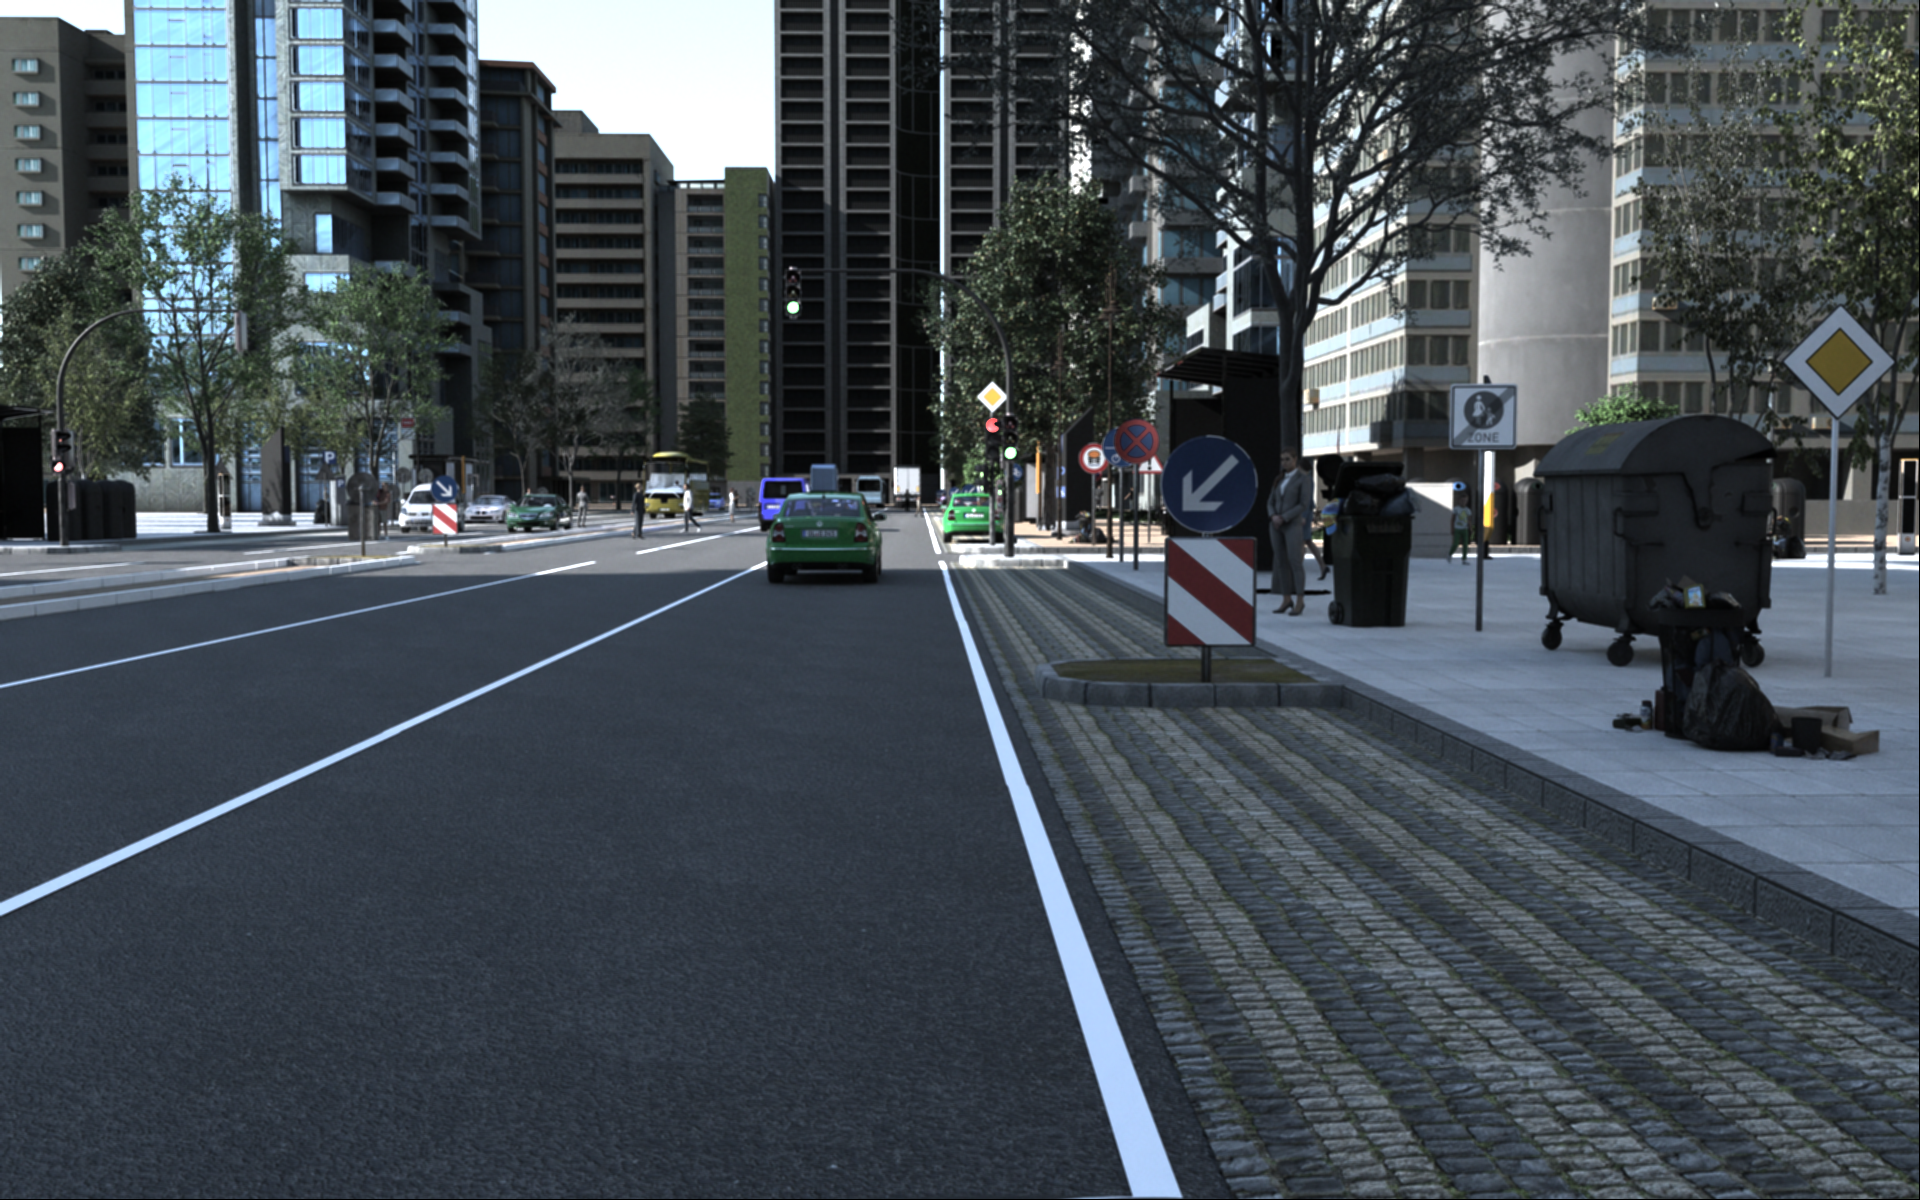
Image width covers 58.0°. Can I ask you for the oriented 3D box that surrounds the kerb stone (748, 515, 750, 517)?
[{"bbox_3d":[-12.929,-5.034,104.498,0.120,0.150,1.000,0,4,-1],"label":"kerb stone"}]

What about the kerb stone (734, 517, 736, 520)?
[{"bbox_3d":[-12.730,-4.531,96.296,0.120,0.150,1.000,0,4,-1],"label":"kerb stone"}]

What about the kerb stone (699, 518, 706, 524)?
[{"bbox_3d":[-12.403,-3.717,82.971,0.120,0.150,1.000,0,4,-1],"label":"kerb stone"}]

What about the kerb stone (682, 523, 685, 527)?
[{"bbox_3d":[-12.243,-3.278,75.785,0.120,0.150,1.000,0,4,-1],"label":"kerb stone"}]

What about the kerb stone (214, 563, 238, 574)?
[{"bbox_3d":[-13.286,-0.546,31.124,0.120,0.150,1.000,0,4,-1],"label":"kerb stone"}]

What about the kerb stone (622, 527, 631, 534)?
[{"bbox_3d":[-11.904,-2.401,61.445,0.120,0.150,1.000,0,4,-1],"label":"kerb stone"}]

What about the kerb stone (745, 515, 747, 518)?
[{"bbox_3d":[-12.870,-4.908,102.439,0.120,0.150,1.000,0,4,-1],"label":"kerb stone"}]

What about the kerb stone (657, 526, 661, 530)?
[{"bbox_3d":[-12.080,-2.840,68.622,0.120,0.150,1.000,0,4,-1],"label":"kerb stone"}]

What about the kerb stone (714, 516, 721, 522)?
[{"bbox_3d":[-12.555,-4.091,89.110,0.120,0.150,1.000,0,4,-1],"label":"kerb stone"}]

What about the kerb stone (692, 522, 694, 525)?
[{"bbox_3d":[-12.321,-3.461,78.863,0.120,0.150,1.000,0,4,-1],"label":"kerb stone"}]

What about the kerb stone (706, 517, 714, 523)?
[{"bbox_3d":[-12.487,-3.905,86.044,0.120,0.150,1.000,0,4,-1],"label":"kerb stone"}]

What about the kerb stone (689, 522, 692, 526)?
[{"bbox_3d":[-12.291,-3.396,77.841,0.120,0.150,1.000,0,4,-1],"label":"kerb stone"}]

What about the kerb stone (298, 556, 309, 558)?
[{"bbox_3d":[-13.383,-0.795,35.228,0.120,0.150,1.000,0,4,-1],"label":"kerb stone"}]

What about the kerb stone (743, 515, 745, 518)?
[{"bbox_3d":[-12.849,-4.845,101.417,0.120,0.150,1.000,0,4,-1],"label":"kerb stone"}]

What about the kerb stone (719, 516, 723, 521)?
[{"bbox_3d":[-12.586,-4.155,90.136,0.120,0.150,1.000,0,4,-1],"label":"kerb stone"}]

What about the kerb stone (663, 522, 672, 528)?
[{"bbox_3d":[-12.149,-3.022,71.689,0.120,0.150,1.000,0,4,-1],"label":"kerb stone"}]

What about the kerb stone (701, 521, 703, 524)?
[{"bbox_3d":[-12.397,-3.652,81.949,0.120,0.150,1.000,0,4,-1],"label":"kerb stone"}]

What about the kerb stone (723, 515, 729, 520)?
[{"bbox_3d":[-12.658,-4.344,93.217,0.120,0.150,1.000,0,4,-1],"label":"kerb stone"}]

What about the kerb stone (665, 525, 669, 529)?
[{"bbox_3d":[-12.119,-2.965,70.666,0.120,0.150,1.000,0,4,-1],"label":"kerb stone"}]

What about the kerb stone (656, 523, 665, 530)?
[{"bbox_3d":[-12.101,-2.902,69.644,0.120,0.150,1.000,0,4,-1],"label":"kerb stone"}]

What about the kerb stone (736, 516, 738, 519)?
[{"bbox_3d":[-12.754,-4.595,97.318,0.120,0.150,1.000,0,4,-1],"label":"kerb stone"}]

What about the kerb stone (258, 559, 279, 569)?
[{"bbox_3d":[-13.341,-0.671,33.174,0.120,0.150,1.000,0,4,-1],"label":"kerb stone"}]

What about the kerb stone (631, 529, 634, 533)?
[{"bbox_3d":[-11.928,-2.463,62.472,0.120,0.150,1.000,0,4,-1],"label":"kerb stone"}]

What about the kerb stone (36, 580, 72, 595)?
[{"bbox_3d":[-13.142,-0.166,24.968,0.120,0.150,1.000,0,4,-1],"label":"kerb stone"}]

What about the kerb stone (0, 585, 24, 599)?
[{"bbox_3d":[-13.131,-0.107,23.946,0.120,0.150,1.000,0,4,-1],"label":"kerb stone"}]

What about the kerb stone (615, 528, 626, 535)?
[{"bbox_3d":[-11.880,-2.335,60.415,0.120,0.150,1.000,0,4,-1],"label":"kerb stone"}]

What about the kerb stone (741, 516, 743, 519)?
[{"bbox_3d":[-12.830,-4.783,100.392,0.120,0.150,1.000,0,4,-1],"label":"kerb stone"}]

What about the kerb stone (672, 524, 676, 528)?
[{"bbox_3d":[-12.177,-3.090,72.713,0.120,0.150,1.000,0,4,-1],"label":"kerb stone"}]

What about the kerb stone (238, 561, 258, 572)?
[{"bbox_3d":[-13.321,-0.609,32.145,0.120,0.150,1.000,0,4,-1],"label":"kerb stone"}]

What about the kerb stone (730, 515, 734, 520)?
[{"bbox_3d":[-12.706,-4.470,95.274,0.120,0.150,1.000,0,4,-1],"label":"kerb stone"}]

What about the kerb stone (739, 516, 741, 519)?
[{"bbox_3d":[-12.797,-4.717,99.365,0.120,0.150,1.000,0,4,-1],"label":"kerb stone"}]

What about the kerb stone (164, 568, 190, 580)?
[{"bbox_3d":[-13.242,-0.419,29.080,0.120,0.150,1.000,0,4,-1],"label":"kerb stone"}]

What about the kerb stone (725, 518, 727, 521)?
[{"bbox_3d":[-12.628,-4.277,92.191,0.120,0.150,1.000,0,4,-1],"label":"kerb stone"}]

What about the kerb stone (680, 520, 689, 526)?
[{"bbox_3d":[-12.270,-3.339,76.819,0.120,0.150,1.000,0,4,-1],"label":"kerb stone"}]

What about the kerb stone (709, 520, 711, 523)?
[{"bbox_3d":[-12.456,-3.843,85.022,0.120,0.150,1.000,0,4,-1],"label":"kerb stone"}]

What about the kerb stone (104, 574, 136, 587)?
[{"bbox_3d":[-13.188,-0.295,27.019,0.120,0.150,1.000,0,4,-1],"label":"kerb stone"}]

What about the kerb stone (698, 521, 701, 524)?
[{"bbox_3d":[-12.358,-3.592,80.923,0.120,0.150,1.000,0,4,-1],"label":"kerb stone"}]

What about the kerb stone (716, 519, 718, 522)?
[{"bbox_3d":[-12.537,-4.030,88.088,0.120,0.150,1.000,0,4,-1],"label":"kerb stone"}]

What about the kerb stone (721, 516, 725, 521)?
[{"bbox_3d":[-12.602,-4.218,91.167,0.120,0.150,1.000,0,4,-1],"label":"kerb stone"}]

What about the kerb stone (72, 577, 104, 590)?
[{"bbox_3d":[-13.174,-0.232,25.989,0.120,0.150,1.000,0,4,-1],"label":"kerb stone"}]

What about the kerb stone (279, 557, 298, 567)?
[{"bbox_3d":[-13.362,-0.734,34.202,0.120,0.150,1.000,0,4,-1],"label":"kerb stone"}]

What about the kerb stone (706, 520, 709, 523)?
[{"bbox_3d":[-12.435,-3.770,83.993,0.120,0.150,1.000,0,4,-1],"label":"kerb stone"}]

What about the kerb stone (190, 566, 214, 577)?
[{"bbox_3d":[-13.269,-0.484,30.102,0.120,0.150,1.000,0,4,-1],"label":"kerb stone"}]

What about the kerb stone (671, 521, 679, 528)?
[{"bbox_3d":[-12.191,-3.152,73.737,0.120,0.150,1.000,0,4,-1],"label":"kerb stone"}]

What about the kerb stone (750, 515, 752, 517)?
[{"bbox_3d":[-12.950,-5.096,105.521,0.120,0.150,1.000,0,4,-1],"label":"kerb stone"}]

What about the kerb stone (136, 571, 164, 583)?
[{"bbox_3d":[-13.218,-0.358,28.053,0.120,0.150,1.000,0,4,-1],"label":"kerb stone"}]

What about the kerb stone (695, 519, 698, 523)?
[{"bbox_3d":[-12.345,-3.524,79.895,0.120,0.150,1.000,0,4,-1],"label":"kerb stone"}]

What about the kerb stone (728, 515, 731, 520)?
[{"bbox_3d":[-12.680,-4.404,94.252,0.120,0.150,1.000,0,4,-1],"label":"kerb stone"}]

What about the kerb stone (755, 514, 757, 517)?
[{"bbox_3d":[-13.013,-5.284,108.592,0.120,0.150,1.000,0,4,-1],"label":"kerb stone"}]

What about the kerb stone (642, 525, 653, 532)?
[{"bbox_3d":[-12.032,-2.714,66.565,0.120,0.150,1.000,0,4,-1],"label":"kerb stone"}]

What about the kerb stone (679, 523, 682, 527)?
[{"bbox_3d":[-12.225,-3.215,74.763,0.120,0.150,1.000,0,4,-1],"label":"kerb stone"}]

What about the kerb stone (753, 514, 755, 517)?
[{"bbox_3d":[-12.998,-5.218,107.570,0.120,0.150,1.000,0,4,-1],"label":"kerb stone"}]

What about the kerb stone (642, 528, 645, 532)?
[{"bbox_3d":[-11.979,-2.588,64.516,0.120,0.150,1.000,0,4,-1],"label":"kerb stone"}]

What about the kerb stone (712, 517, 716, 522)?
[{"bbox_3d":[-12.514,-3.968,87.066,0.120,0.150,1.000,0,4,-1],"label":"kerb stone"}]

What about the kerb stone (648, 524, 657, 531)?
[{"bbox_3d":[-12.054,-2.776,67.590,0.120,0.150,1.000,0,4,-1],"label":"kerb stone"}]
